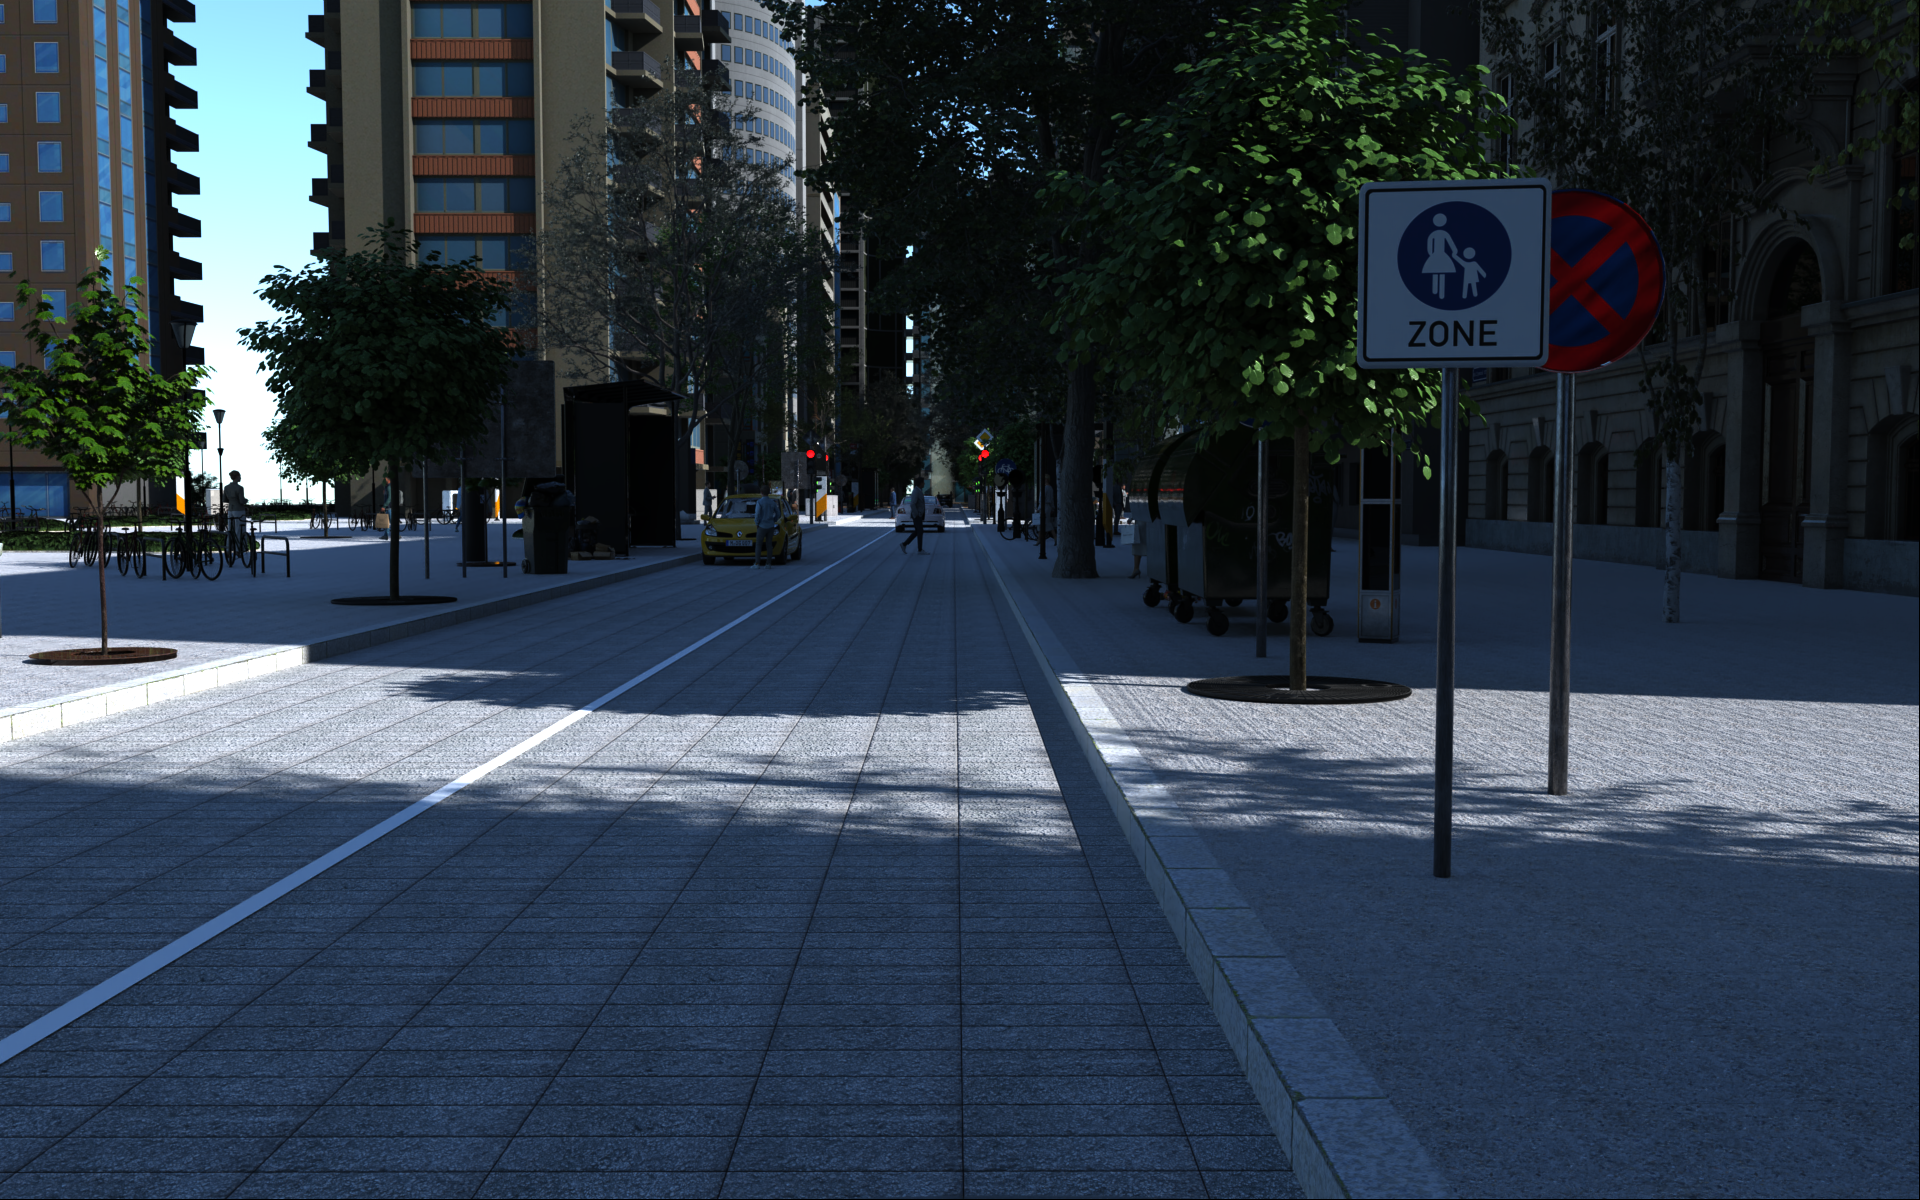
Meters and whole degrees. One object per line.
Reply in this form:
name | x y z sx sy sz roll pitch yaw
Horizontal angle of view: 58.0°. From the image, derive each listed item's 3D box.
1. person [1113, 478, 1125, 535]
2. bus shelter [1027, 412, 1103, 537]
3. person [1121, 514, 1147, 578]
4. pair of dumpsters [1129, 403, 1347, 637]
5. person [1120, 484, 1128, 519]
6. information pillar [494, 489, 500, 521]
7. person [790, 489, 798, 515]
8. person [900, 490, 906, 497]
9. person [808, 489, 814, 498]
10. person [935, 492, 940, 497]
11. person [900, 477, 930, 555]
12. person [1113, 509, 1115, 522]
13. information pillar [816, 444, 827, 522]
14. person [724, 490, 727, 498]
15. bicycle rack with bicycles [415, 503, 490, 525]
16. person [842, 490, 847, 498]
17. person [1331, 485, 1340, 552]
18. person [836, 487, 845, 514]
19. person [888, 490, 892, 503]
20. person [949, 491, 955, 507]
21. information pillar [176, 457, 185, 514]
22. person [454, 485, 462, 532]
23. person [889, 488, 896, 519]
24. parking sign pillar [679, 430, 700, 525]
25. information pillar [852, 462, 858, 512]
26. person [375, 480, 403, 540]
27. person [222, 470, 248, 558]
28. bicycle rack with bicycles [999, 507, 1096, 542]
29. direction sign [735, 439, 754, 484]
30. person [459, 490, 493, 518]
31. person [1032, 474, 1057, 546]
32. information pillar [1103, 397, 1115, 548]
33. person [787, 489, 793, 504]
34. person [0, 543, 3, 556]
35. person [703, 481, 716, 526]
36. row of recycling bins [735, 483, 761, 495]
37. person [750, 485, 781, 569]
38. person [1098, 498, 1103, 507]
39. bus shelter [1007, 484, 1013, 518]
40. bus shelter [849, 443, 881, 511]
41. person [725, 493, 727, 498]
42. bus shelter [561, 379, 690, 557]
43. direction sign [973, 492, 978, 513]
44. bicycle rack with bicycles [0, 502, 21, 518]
person | 4.973 -2.968 54.674 0.391 1.810 0.635 2 4 24
bus shelter | 3.303 -4.753 55.337 2.179 5.291 8.768 0 3 0
person | 2.810 -1.205 26.098 0.694 1.780 0.624 -2 4 -23
pair of dumpsters | 2.724 -0.922 17.573 1.574 2.255 4.437 0 4 0
person | 8.381 -5.057 88.898 0.466 1.800 0.511 2 4 27
information pillar | -22.341 -5.639 83.549 0.183 3.616 0.504 0 4 1
person | -9.844 -5.951 103.299 0.822 1.834 0.622 -3 5 -44
person | -7.660 -13.955 234.201 1.348 1.824 0.705 -1 4 -12
person | -12.256 -8.284 142.030 0.519 1.759 0.362 -1 4 -14
person | -2.877 -13.598 231.544 1.217 1.736 0.721 2 4 30
person | -1.083 -2.008 41.171 0.795 1.843 0.661 1 4 12
person | 6.852 -4.163 76.834 0.678 1.792 0.850 -1 4 -21
information pillar | -6.484 -5.474 80.851 0.504 3.616 0.183 0 4 7
person | -12.402 -5.231 91.849 0.573 1.790 0.520 2 4 25
bicycle rack with bicycles | -21.296 -3.673 73.438 2.925 0.926 2.852 0 4 8
person | -12.322 -10.683 181.431 0.721 1.735 1.217 3 5 41
person | 8.292 -1.980 38.682 0.520 1.790 0.573 3 4 38
person | -7.925 -6.559 113.685 0.661 1.777 0.834 -3 4 -36
person | -7.252 -10.637 180.680 0.721 1.736 1.217 -2 4 -27
person | -1.011 -10.942 188.124 1.217 1.735 0.721 2 4 29
information pillar | -36.696 -5.525 81.680 0.504 3.616 0.183 -2 4 -25
person | -16.799 -3.189 58.456 0.793 1.790 0.793 1 4 18
person | -3.857 -5.541 99.282 0.419 1.800 0.721 0 4 -4
parking sign pillar | -11.732 -5.186 73.261 1.447 3.967 1.447 3 5 43
information pillar | -7.459 -8.035 122.733 0.504 3.616 0.183 0 4 2
person | -15.498 -2.504 46.975 0.713 1.824 0.794 0 4 1
person | -14.484 -1.720 34.719 0.519 1.759 0.362 1 4 19
bicycle rack with bicycles | 2.549 -2.106 47.809 2.925 0.926 2.852 0 4 2
direction sign | -8.899 -4.855 71.369 0.876 3.537 0.379 -1 4 -20
person | -11.341 -2.099 40.639 0.678 1.792 0.850 -3 4 -37
person | 2.141 -2.229 42.833 0.624 1.780 0.694 3 5 41
information pillar | 3.528 -3.050 41.225 0.183 3.616 0.504 2 4 25
person | -14.197 -8.526 145.536 0.679 1.850 0.850 -1 4 -16
person | -19.769 -1.738 35.218 0.760 1.731 0.466 1 4 12
person | -10.138 -3.910 70.173 0.583 1.804 0.606 0 4 -6
row of recycling bins | -8.338 -3.707 67.725 1.069 1.692 3.534 -1 4 -13
person | -3.737 -1.404 33.272 0.589 1.601 0.330 -2 4 -30
person | 9.613 -6.760 119.160 0.523 1.515 0.503 -1 4 -22
bus shelter | 2.844 -6.413 96.130 1.731 3.624 6.357 0 3 0
bus shelter | -7.570 -9.798 137.837 2.179 5.291 8.768 0 3 0
person | -10.453 -4.280 78.962 0.515 1.767 0.782 2 4 23
bus shelter | -7.318 -2.886 38.472 1.731 3.624 6.357 0 4 0
direction sign | 1.084 -7.777 119.142 0.379 3.537 0.876 -3 4 -38
bicycle rack with bicycles | -46.211 -4.207 82.168 2.852 0.926 2.925 1 4 21
